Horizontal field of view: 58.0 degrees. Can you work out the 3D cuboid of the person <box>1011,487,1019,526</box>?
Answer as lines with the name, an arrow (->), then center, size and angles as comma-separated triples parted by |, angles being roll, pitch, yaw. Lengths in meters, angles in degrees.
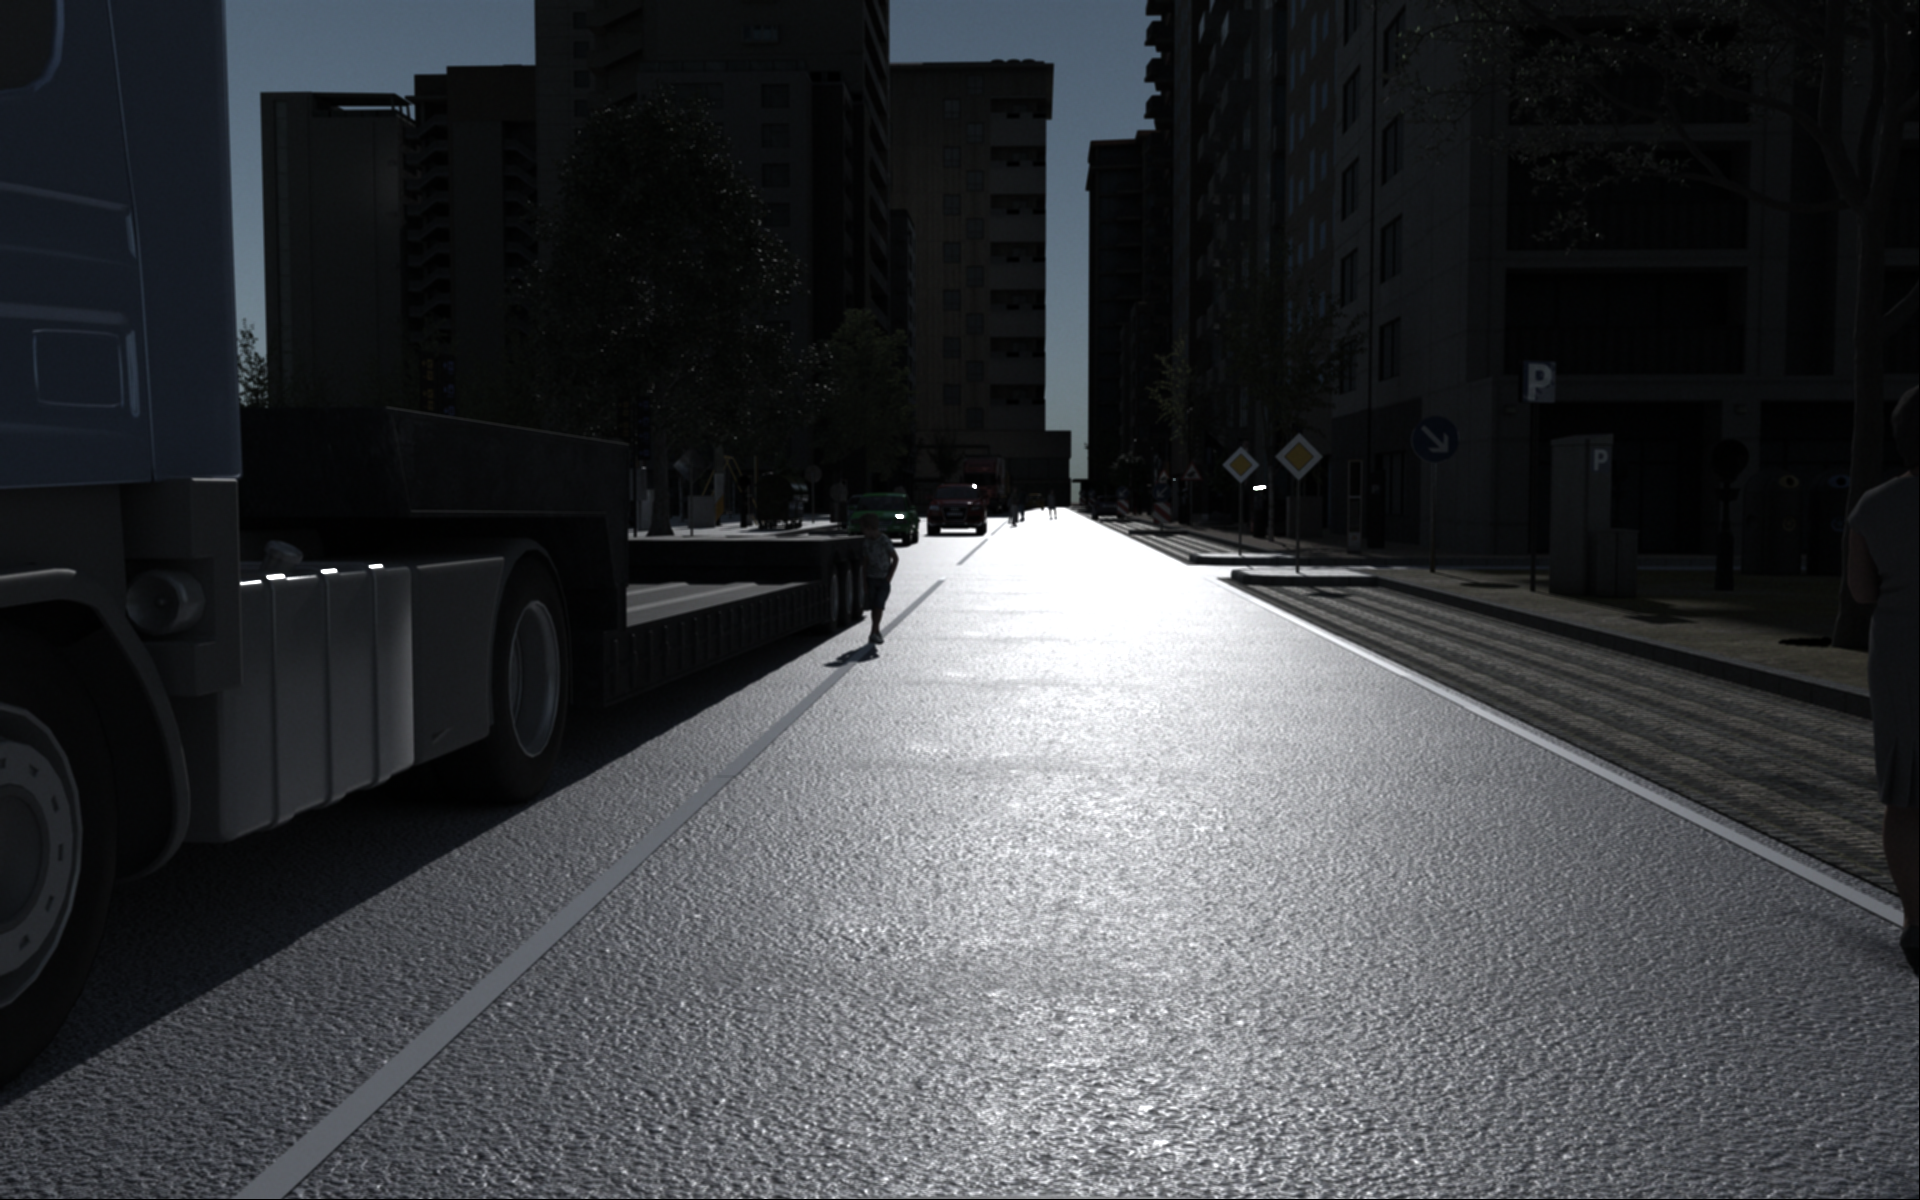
person -> 2.476, -4.188, 77.522 | 0.362, 1.759, 0.519 | 1, 4, 12

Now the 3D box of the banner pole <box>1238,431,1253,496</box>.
banner pole -> 11.380, -4.823, 68.876 | 0.863, 3.779, 0.401 | -1, 4, -22

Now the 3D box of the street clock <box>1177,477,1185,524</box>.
street clock -> 9.549, -4.298, 74.834 | 0.358, 2.002, 0.471 | 0, 4, 3

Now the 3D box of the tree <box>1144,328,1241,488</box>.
tree -> 10.461, -7.796, 77.830 | 4.360, 8.622, 3.978 | 0, 3, 0

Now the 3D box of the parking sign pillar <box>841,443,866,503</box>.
parking sign pillar -> -5.632, -6.299, 91.456 | 1.447, 3.967, 1.447 | -1, 4, -14

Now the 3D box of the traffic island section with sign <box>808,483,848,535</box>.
traffic island section with sign -> -4.283, -3.234, 61.510 | 1.989, 1.847, 2.006 | 0, 4, 3

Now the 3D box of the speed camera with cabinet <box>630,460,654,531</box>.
speed camera with cabinet -> -11.163, -4.075, 60.957 | 0.660, 3.252, 2.038 | 1, 4, 9

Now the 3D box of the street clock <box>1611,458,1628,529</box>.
street clock -> 13.381, -1.875, 35.234 | 0.358, 2.002, 0.471 | 0, 4, 0

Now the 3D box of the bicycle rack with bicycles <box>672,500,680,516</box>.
bicycle rack with bicycles -> -15.894, -5.377, 101.292 | 2.925, 0.926, 2.852 | -2, 4, -34

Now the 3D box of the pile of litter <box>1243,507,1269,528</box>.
pile of litter -> 11.441, -3.222, 66.646 | 1.176, 0.858, 1.719 | 2, 4, 32

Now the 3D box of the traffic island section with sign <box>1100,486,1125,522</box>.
traffic island section with sign -> 8.218, -4.914, 88.971 | 1.989, 1.847, 2.006 | 0, 4, 3

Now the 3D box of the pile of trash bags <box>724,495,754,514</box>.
pile of trash bags -> -14.720, -6.178, 110.769 | 3.447, 1.369, 1.912 | 2, 4, 25

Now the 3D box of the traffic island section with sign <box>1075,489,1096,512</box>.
traffic island section with sign -> 10.396, -7.931, 138.293 | 1.989, 1.847, 2.006 | 0, 4, 3

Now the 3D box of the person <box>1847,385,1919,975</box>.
person -> 3.060, 0.225, 5.175 | 0.532, 1.782, 0.716 | -3, 5, -45

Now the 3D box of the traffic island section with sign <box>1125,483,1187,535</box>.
traffic island section with sign -> 6.999, -3.228, 61.403 | 1.989, 1.847, 2.006 | 0, 4, 3

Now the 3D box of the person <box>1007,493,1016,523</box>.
person -> 2.593, -4.586, 86.073 | 0.503, 1.515, 0.523 | 0, 4, -7

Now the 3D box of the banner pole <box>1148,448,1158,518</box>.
banner pole -> 10.518, -6.344, 93.738 | 0.401, 3.779, 0.863 | -2, 4, -24

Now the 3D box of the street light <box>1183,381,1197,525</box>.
street light -> 9.353, -5.988, 70.685 | 0.468, 5.910, 1.993 | 0, 4, 3

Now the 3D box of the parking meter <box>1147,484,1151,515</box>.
parking meter -> 11.506, -6.093, 105.339 | 0.255, 1.863, 0.399 | 0, 4, 6

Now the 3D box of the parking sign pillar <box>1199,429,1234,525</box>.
parking sign pillar -> 10.684, -5.113, 72.067 | 1.447, 3.967, 1.447 | -2, 4, -35

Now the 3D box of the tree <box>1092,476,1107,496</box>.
tree -> 13.970, -10.710, 169.710 | 1.663, 3.219, 1.824 | 0, 3, 0

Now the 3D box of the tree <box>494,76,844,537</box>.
tree -> -8.340, -8.020, 48.137 | 9.611, 12.733, 9.660 | 0, 3, 0

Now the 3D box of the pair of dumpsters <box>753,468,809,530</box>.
pair of dumpsters -> -6.591, -3.740, 63.641 | 1.574, 2.255, 4.437 | 0, 4, 2

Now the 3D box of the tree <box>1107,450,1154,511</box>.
tree -> 12.648, -8.841, 128.264 | 4.285, 4.588, 4.351 | 0, 3, 0

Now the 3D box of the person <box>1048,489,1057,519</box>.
person -> 5.228, -5.442, 98.486 | 0.512, 1.701, 0.522 | -2, 4, -26

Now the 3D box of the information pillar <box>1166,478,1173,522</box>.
information pillar -> 9.747, -4.659, 80.672 | 0.304, 2.012, 0.304 | 0, 4, 0

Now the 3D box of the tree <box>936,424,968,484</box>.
tree -> -1.691, -13.971, 178.787 | 4.360, 8.622, 3.978 | 0, 3, 0

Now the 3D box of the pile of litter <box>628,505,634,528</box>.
pile of litter -> -12.885, -3.211, 66.469 | 1.176, 0.858, 1.719 | 2, 4, 32

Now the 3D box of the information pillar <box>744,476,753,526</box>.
information pillar -> -8.555, -3.991, 69.743 | 0.304, 2.012, 0.304 | 1, 4, 22

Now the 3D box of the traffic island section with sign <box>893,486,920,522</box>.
traffic island section with sign -> -3.065, -4.923, 89.114 | 1.989, 1.847, 2.006 | 0, 4, 3

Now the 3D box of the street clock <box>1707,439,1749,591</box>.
street clock -> 10.165, -1.126, 22.979 | 0.471, 2.002, 0.358 | 0, 4, 8

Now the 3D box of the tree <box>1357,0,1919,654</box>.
tree -> 7.660, -6.346, 14.122 | 12.009, 13.543, 11.850 | 0, 3, 0

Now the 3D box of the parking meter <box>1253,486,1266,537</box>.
parking meter -> 8.909, -2.635, 51.497 | 0.372, 1.533, 0.369 | 0, 3, 0

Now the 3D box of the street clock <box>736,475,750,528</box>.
street clock -> -8.267, -3.764, 66.112 | 0.471, 2.002, 0.358 | -2, 4, -33

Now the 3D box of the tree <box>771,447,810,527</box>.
tree -> -6.947, -4.461, 67.546 | 1.663, 3.219, 1.824 | 0, 3, 0

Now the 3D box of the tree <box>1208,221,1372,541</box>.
tree -> 8.603, -5.895, 46.746 | 4.737, 8.622, 4.395 | 0, 3, 0

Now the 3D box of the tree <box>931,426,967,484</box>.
tree -> -1.314, -14.628, 189.533 | 4.737, 8.622, 4.395 | 0, 3, 0

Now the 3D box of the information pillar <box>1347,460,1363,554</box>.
information pillar -> 8.530, -2.015, 37.436 | 0.304, 2.012, 0.304 | 1, 4, 11

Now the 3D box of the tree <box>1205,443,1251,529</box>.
tree -> 9.610, -4.210, 63.433 | 1.663, 3.219, 1.824 | 0, 3, 0

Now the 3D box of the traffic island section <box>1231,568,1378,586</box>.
traffic island section -> 5.523, -0.365, 28.243 | 2.009, 0.180, 2.903 | 0, 4, 3

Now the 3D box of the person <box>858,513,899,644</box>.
person -> -0.791, -0.214, 16.688 | 0.352, 1.250, 0.332 | -2, 4, -29

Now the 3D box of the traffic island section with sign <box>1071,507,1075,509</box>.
traffic island section with sign -> 11.582, -9.585, 165.348 | 1.989, 1.847, 2.006 | 0, 4, 3

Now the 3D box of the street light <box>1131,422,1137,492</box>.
street light -> 11.138, -8.430, 110.615 | 0.468, 5.910, 1.993 | 0, 4, 3

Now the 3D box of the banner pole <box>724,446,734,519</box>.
banner pole -> -12.144, -6.112, 89.944 | 0.863, 3.779, 0.401 | -3, 4, -38

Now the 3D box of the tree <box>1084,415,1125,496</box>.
tree -> 13.599, -12.913, 161.492 | 4.737, 8.622, 4.395 | 0, 3, 0

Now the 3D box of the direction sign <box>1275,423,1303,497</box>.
direction sign -> 10.430, -3.852, 54.972 | 0.876, 3.537, 0.379 | 0, 4, -7

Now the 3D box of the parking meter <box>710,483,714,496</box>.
parking meter -> -12.646, -5.083, 88.811 | 0.255, 1.863, 0.399 | 1, 4, 18

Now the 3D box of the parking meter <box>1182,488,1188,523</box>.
parking meter -> 9.823, -4.113, 75.658 | 0.372, 1.533, 0.369 | 0, 3, 0

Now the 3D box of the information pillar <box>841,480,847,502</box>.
information pillar -> -5.945, -5.150, 88.702 | 0.304, 2.012, 0.304 | 0, 4, -4

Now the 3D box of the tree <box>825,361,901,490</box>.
tree -> -5.394, -8.937, 96.480 | 4.737, 8.622, 4.395 | 0, 3, 0

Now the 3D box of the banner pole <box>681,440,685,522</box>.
banner pole -> -12.594, -5.437, 78.914 | 0.401, 3.779, 0.863 | 0, 4, 3

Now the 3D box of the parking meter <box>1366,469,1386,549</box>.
parking meter -> 9.788, -2.144, 40.769 | 0.399, 1.863, 0.255 | 2, 4, 28

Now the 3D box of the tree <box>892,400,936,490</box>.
tree -> -4.405, -11.178, 133.128 | 4.360, 8.622, 3.978 | 0, 3, 0

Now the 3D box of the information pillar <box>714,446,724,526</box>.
information pillar -> -9.664, -4.773, 69.386 | 0.183, 3.616, 0.504 | 2, 4, 35

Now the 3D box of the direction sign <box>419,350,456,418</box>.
direction sign -> -8.358, -2.189, 27.791 | 0.379, 3.537, 0.876 | 1, 4, 20

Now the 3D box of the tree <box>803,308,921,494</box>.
tree -> -6.058, -11.511, 106.334 | 7.486, 12.596, 7.792 | 0, 3, 0

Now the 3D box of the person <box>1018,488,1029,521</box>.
person -> 3.305, -5.074, 91.804 | 0.721, 1.781, 0.623 | 3, 4, 36

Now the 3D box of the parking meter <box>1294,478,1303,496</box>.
parking meter -> 12.049, -3.424, 61.687 | 0.255, 1.863, 0.399 | 2, 4, 29

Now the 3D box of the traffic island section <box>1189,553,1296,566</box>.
traffic island section -> 5.875, -0.853, 36.220 | 2.009, 0.180, 2.903 | 0, 4, 3

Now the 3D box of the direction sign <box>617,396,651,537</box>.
direction sign -> -7.553, -2.948, 40.196 | 0.876, 3.537, 0.379 | 1, 4, 22
